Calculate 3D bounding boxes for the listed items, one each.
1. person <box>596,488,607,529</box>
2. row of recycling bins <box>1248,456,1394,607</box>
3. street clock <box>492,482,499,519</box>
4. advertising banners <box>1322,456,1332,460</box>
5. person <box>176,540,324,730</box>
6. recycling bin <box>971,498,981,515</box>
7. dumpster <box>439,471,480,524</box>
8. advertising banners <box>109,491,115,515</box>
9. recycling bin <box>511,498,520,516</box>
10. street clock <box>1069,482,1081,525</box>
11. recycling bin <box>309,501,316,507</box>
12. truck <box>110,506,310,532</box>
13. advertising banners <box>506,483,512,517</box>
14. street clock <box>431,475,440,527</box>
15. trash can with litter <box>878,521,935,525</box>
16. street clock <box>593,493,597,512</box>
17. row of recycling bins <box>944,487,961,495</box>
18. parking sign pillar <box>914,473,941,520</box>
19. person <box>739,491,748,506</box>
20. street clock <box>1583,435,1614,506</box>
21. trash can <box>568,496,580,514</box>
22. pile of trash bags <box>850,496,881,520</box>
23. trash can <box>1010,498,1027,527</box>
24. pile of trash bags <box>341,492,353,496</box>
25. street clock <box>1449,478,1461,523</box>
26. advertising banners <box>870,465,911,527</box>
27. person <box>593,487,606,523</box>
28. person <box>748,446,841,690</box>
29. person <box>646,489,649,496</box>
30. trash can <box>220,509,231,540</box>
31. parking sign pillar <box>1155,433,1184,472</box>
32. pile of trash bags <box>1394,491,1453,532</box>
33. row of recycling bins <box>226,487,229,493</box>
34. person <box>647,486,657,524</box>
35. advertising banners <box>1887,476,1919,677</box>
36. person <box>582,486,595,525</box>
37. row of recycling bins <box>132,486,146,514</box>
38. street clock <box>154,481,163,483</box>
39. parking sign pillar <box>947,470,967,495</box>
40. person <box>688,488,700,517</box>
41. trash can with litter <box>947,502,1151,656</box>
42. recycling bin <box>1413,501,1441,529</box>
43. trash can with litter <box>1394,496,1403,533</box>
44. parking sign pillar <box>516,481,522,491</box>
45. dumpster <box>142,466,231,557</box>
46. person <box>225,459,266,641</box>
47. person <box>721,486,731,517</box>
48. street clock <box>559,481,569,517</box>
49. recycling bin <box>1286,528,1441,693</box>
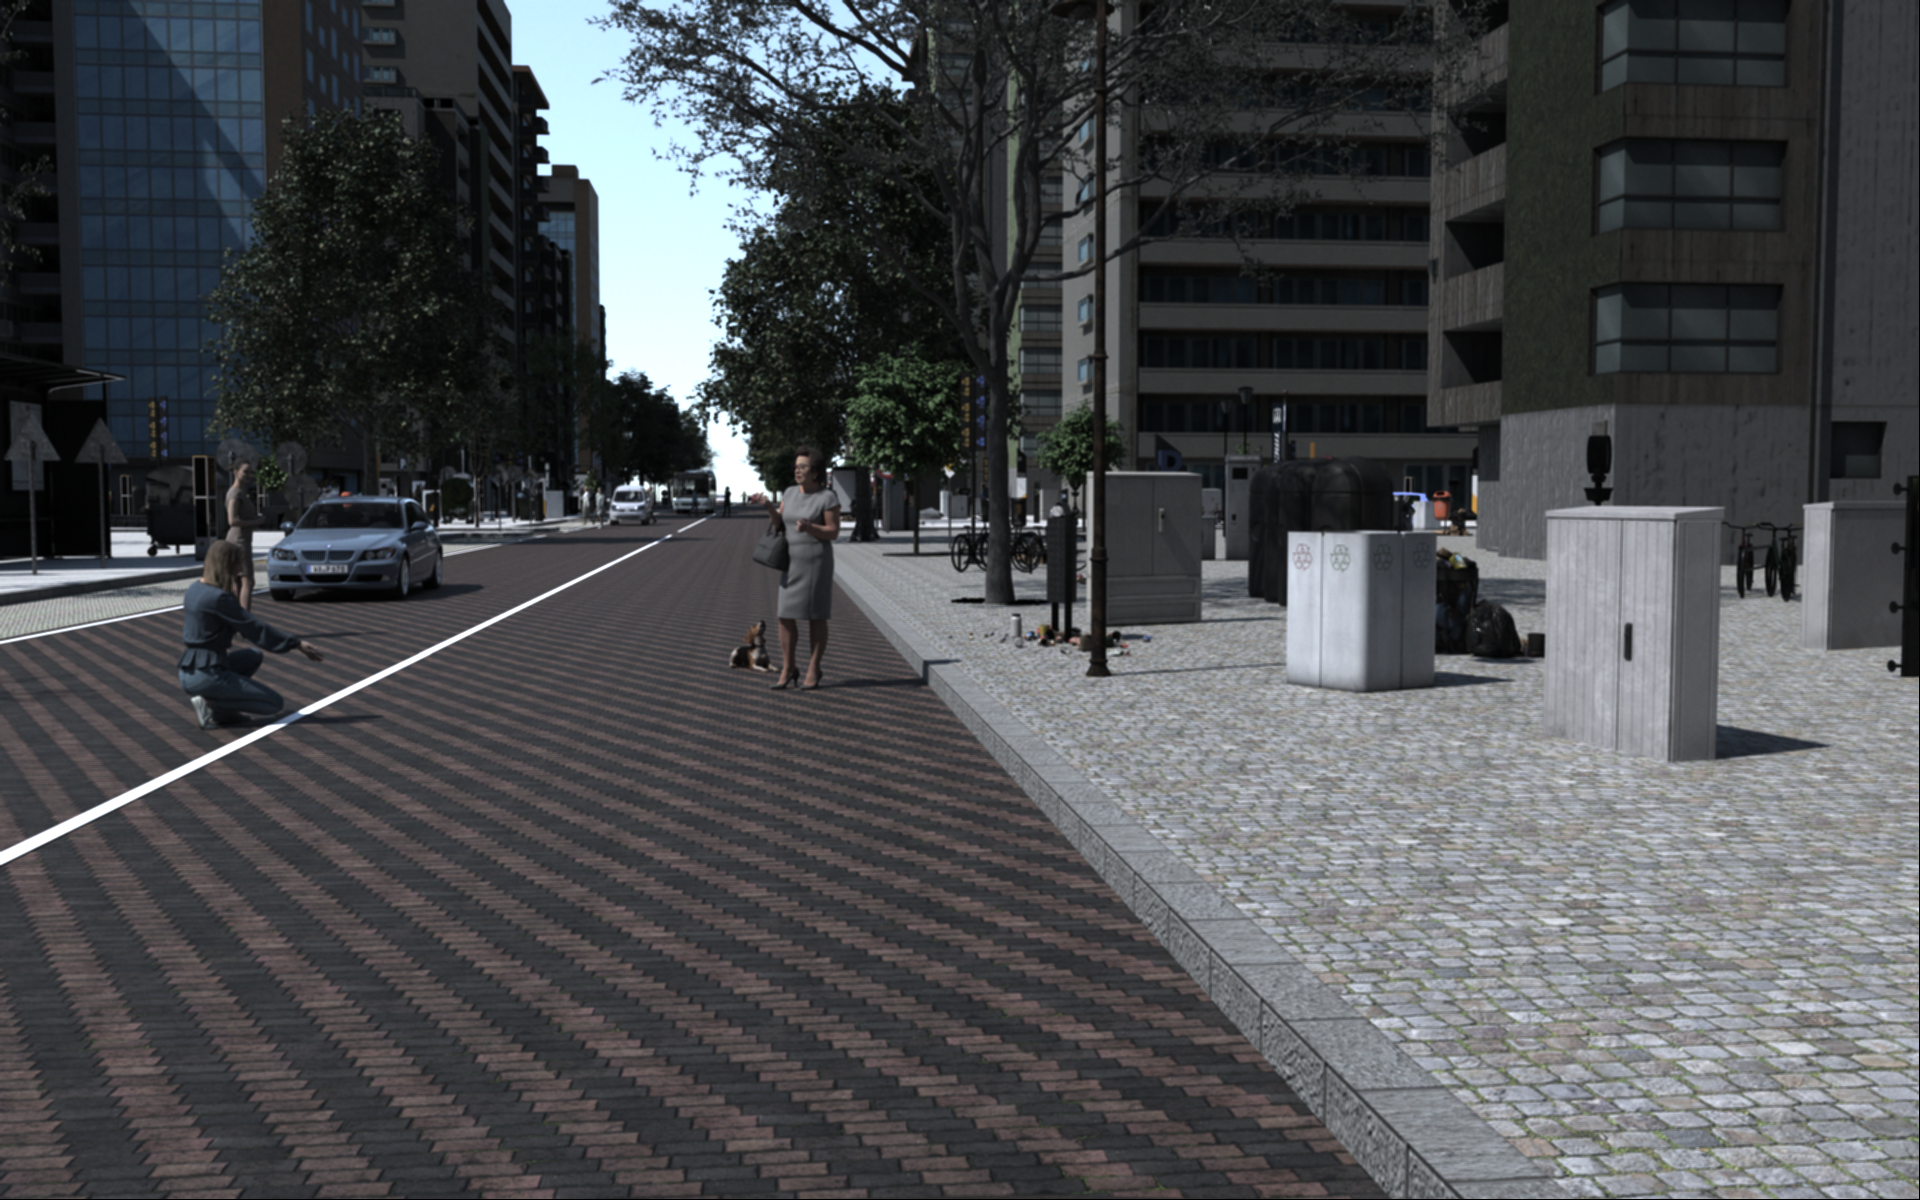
[{"bbox_3d":[-14.959,-3.833,72.177,0.522,1.701,0.512,-3,4,-39],"label":"person"},{"bbox_3d":[4.119,-0.800,20.193,1.069,1.692,3.534,0,4,-5],"label":"row of recycling bins"},{"bbox_3d":[-24.336,-5.281,90.909,0.471,2.002,0.358,-1,4,-12],"label":"street clock"},{"bbox_3d":[17.288,-5.023,78.309,2.074,3.025,0.090,3,4,38],"label":"advertising banners"},{"bbox_3d":[-4.545,0.193,10.840,0.738,1.151,1.012,-3,5,-42],"label":"person"},{"bbox_3d":[0.803,-5.614,104.349,0.722,1.027,0.722,3,4,38],"label":"recycling bin"},{"bbox_3d":[-21.462,-4.383,74.156,1.502,2.255,1.985,0,4,-6],"label":"dumpster"},{"bbox_3d":[-38.645,-5.004,78.005,2.074,3.025,0.090,3,4,36],"label":"advertising banners"},{"bbox_3d":[-26.250,-5.530,102.972,0.722,1.027,0.722,2,4,25],"label":"recycling bin"},{"bbox_3d":[4.720,-4.059,70.939,0.471,2.002,0.358,-2,4,-25],"label":"street clock"},{"bbox_3d":[-33.051,-4.596,87.697,0.722,1.027,0.722,-3,5,-41],"label":"recycling bin"},{"bbox_3d":[-29.792,-4.346,60.823,18.799,4.110,2.967,0,4,-5],"label":"truck"},{"bbox_3d":[-25.424,-6.213,97.777,0.090,3.025,2.074,-1,4,-23],"label":"advertising banners"},{"bbox_3d":[-20.167,-3.794,66.601,0.358,2.002,0.471,-1,4,-21],"label":"street clock"},{"bbox_3d":[-2.170,-3.741,72.228,2.233,1.210,1.678,1,4,21],"label":"trash can with litter"},{"bbox_3d":[-26.443,-7.386,125.328,0.471,2.002,0.358,2,4,29],"label":"street clock"},{"bbox_3d":[-1.144,-6.154,107.726,3.534,1.692,1.069,2,4,32],"label":"row of recycling bins"},{"bbox_3d":[-1.670,-6.059,87.541,1.447,3.967,1.447,1,4,10],"label":"parking sign pillar"},{"bbox_3d":[-26.255,-12.360,210.596,1.348,1.823,0.705,2,4,24],"label":"person"},{"bbox_3d":[7.902,-1.033,21.455,0.358,2.002,0.471,2,4,29],"label":"street clock"},{"bbox_3d":[-24.345,-5.961,109.114,0.748,1.137,0.748,0,3,0],"label":"trash can"},{"bbox_3d":[-4.594,-4.727,87.032,1.912,1.369,3.447,-1,4,-19],"label":"pile of trash bags"},{"bbox_3d":[2.292,-3.428,67.700,0.748,1.137,0.748,0,3,0],"label":"trash can"},{"bbox_3d":[-25.099,-3.842,72.577,1.912,1.369,3.447,0,4,2],"label":"pile of trash bags"},{"bbox_3d":[21.999,-4.433,77.050,0.471,2.002,0.358,3,5,41],"label":"street clock"},{"bbox_3d":[-2.823,-4.357,67.429,2.074,3.025,0.090,2,4,28],"label":"advertising banners"},{"bbox_3d":[-18.033,-4.747,86.599,0.515,1.767,0.782,-2,4,-33],"label":"person"},{"bbox_3d":[-1.242,-0.233,12.665,0.716,1.782,0.532,2,4,29],"label":"person"},{"bbox_3d":[-22.170,-7.005,123.207,0.728,1.800,0.709,3,4,38],"label":"person"},{"bbox_3d":[-17.261,-1.796,41.024,0.748,1.137,0.748,0,3,0],"label":"trash can"},{"bbox_3d":[9.328,-5.421,77.100,1.447,3.967,1.447,-2,4,-24],"label":"parking sign pillar"},{"bbox_3d":[14.284,-2.831,56.041,3.447,1.369,1.912,3,5,40],"label":"pile of trash bags"},{"bbox_3d":[-32.204,-4.124,74.532,1.069,1.692,3.534,0,4,-2],"label":"row of recycling bins"},{"bbox_3d":[-15.019,-4.607,83.922,0.767,1.812,0.694,-2,4,-29],"label":"person"},{"bbox_3d":[7.545,-0.979,12.189,2.074,3.025,0.090,-1,4,-8],"label":"advertising banners"},{"bbox_3d":[-17.177,-4.357,79.967,0.641,1.798,0.478,0,4,7],"label":"person"},{"bbox_3d":[-38.391,-4.697,83.909,3.534,1.692,1.069,-1,4,-22],"label":"row of recycling bins"},{"bbox_3d":[-31.957,-3.958,69.279,0.358,2.002,0.471,1,4,16],"label":"street clock"},{"bbox_3d":[-0.205,-7.901,117.647,1.447,3.967,1.447,1,4,21],"label":"parking sign pillar"},{"bbox_3d":[-16.928,-6.225,110.148,0.748,1.841,0.638,0,4,7],"label":"person"},{"bbox_3d":[0.851,-0.225,14.733,1.678,1.210,2.233,-1,4,-10],"label":"trash can with litter"},{"bbox_3d":[16.697,-3.020,61.926,0.722,1.027,0.722,-1,4,-19],"label":"recycling bin"},{"bbox_3d":[12.928,-2.456,51.209,1.678,1.210,2.233,0,4,1],"label":"trash can with litter"},{"bbox_3d":[-34.612,-9.007,135.733,1.447,3.967,1.447,0,4,-5],"label":"parking sign pillar"},{"bbox_3d":[-16.185,-1.866,36.274,1.264,1.857,1.865,0,4,-7],"label":"dumpster"},{"bbox_3d":[-7.048,-0.505,17.096,0.374,1.781,0.599,-1,4,-18],"label":"person"},{"bbox_3d":[-14.487,-6.090,107.436,0.648,1.900,0.474,3,5,45],"label":"person"},{"bbox_3d":[-21.884,-5.577,95.761,0.471,2.002,0.358,-1,4,-20],"label":"street clock"},{"bbox_3d":[2.684,0.058,11.602,0.722,1.027,0.722,-2,4,-33],"label":"recycling bin"}]
